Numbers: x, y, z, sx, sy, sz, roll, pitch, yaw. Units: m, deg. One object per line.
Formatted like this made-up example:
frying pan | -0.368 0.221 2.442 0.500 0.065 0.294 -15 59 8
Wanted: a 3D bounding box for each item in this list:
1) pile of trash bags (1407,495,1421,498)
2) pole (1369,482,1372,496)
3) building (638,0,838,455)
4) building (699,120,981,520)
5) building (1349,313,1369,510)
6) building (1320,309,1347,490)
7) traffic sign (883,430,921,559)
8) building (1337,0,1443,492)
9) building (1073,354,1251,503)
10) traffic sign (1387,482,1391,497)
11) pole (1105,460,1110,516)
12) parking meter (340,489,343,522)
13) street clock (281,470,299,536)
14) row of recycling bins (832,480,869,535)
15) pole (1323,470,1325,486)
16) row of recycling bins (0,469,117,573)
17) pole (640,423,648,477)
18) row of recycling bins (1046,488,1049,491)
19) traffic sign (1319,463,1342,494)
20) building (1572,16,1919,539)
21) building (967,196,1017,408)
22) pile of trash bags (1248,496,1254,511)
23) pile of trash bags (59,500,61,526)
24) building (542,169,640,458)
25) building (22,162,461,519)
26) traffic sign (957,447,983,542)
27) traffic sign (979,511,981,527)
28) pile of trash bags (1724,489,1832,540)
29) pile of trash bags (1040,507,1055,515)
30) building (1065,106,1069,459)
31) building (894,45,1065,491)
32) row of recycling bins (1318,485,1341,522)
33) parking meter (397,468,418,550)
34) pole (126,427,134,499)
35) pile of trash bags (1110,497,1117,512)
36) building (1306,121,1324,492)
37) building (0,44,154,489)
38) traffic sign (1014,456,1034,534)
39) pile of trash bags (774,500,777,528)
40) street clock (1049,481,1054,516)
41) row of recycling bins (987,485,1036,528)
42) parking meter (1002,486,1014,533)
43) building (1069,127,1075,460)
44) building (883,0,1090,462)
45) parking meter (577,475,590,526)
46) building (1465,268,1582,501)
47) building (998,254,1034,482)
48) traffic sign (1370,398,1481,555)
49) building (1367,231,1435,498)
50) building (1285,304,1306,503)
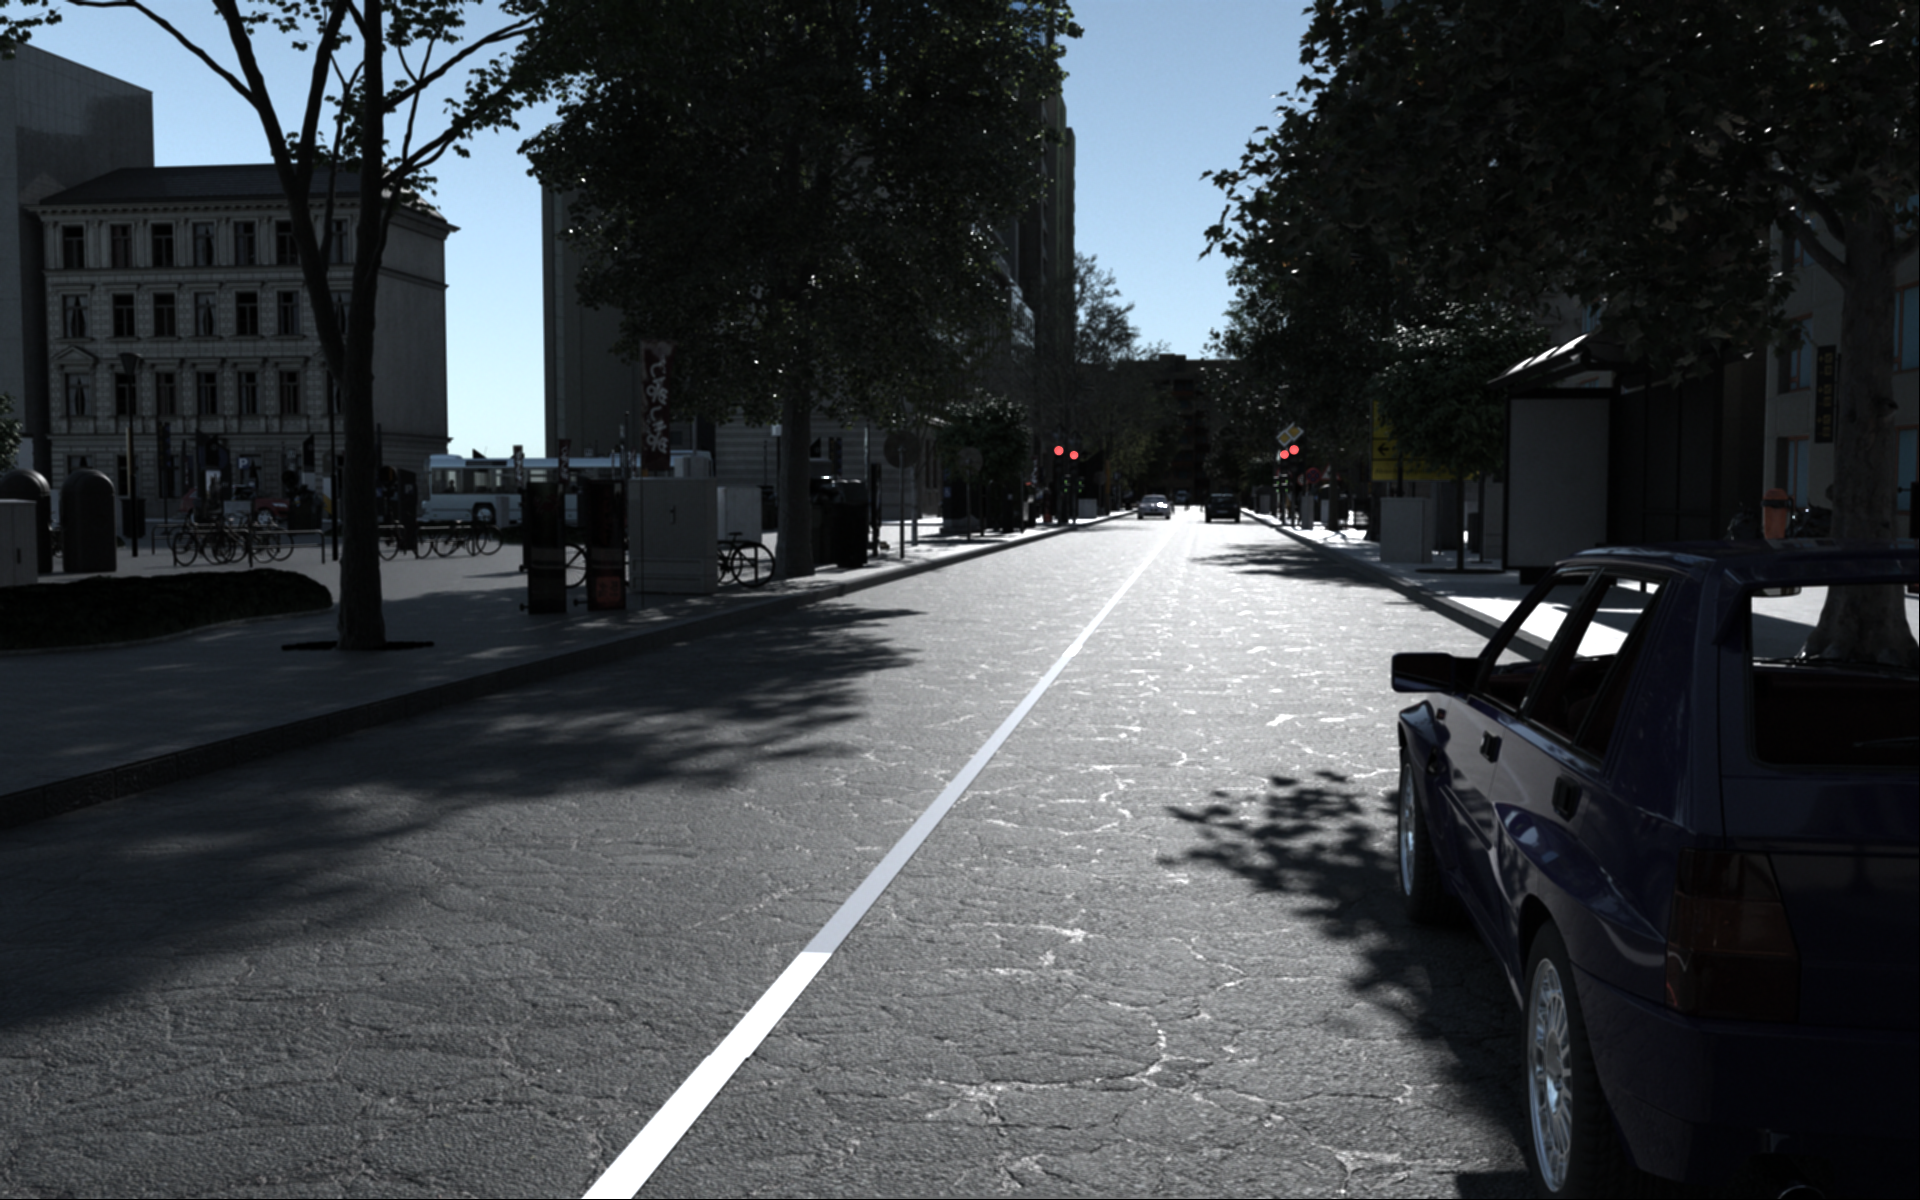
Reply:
pile of trash bags | 26.219 -5.642 101.992 3.447 1.369 1.912 0 4 7
pole | 28.183 -7.651 118.942 0.158 3.312 0.155 0 3 0
building | -26.469 -47.380 212.907 20.611 71.187 20.563 0 4 8
building | -5.936 -15.861 95.487 11.583 22.565 21.152 0 4 8
building | 37.938 -19.521 137.195 12.078 24.808 19.932 0 4 8
building | 46.389 -32.740 185.410 14.600 45.320 14.200 0 4 8
traffic sign | -1.151 -2.095 34.366 0.768 2.556 0.104 1 4 10
building | 47.335 -33.190 162.259 23.786 49.044 30.456 0 4 8
building | 31.322 -25.070 254.926 28.899 21.520 27.650 0 4 8
traffic sign | 9.763 -2.403 39.391 0.768 2.556 0.104 1 4 10
pole | 9.181 -6.930 107.150 0.158 3.312 0.155 0 3 0
parking meter | -28.652 -4.417 80.624 0.372 1.533 0.369 0 3 0
street clock | -20.464 -2.961 52.983 0.471 2.002 0.358 1 4 9
row of recycling bins | -3.874 -2.804 52.964 1.069 1.692 3.534 -2 4 -33
pole | 30.727 -9.314 146.121 0.158 3.312 0.155 0 3 0
row of recycling bins | -15.650 -1.286 28.140 3.534 1.692 1.069 -1 4 -18
pole | -7.759 -2.981 42.585 0.158 3.312 0.155 0 3 0
row of recycling bins | 4.190 -6.506 113.485 3.534 1.692 1.069 1 4 20
traffic sign | 14.343 -4.109 67.181 0.884 2.594 0.081 1 4 13
building | 32.105 -12.002 41.264 27.650 21.520 28.899 0 4 8
building | -4.042 -16.915 118.358 13.314 21.916 24.055 0 4 8
pile of trash bags | 23.480 -7.686 135.422 1.912 1.369 3.447 1 4 11
pile of trash bags | -36.849 -3.629 69.094 1.912 1.369 3.447 0 4 -6
building | -43.651 -32.783 219.595 14.086 41.232 14.154 0 4 8
building | -38.456 -14.048 94.305 19.286 19.102 10.561 0 4 8
traffic sign | 0.236 -2.846 46.645 0.768 2.556 0.104 1 4 15
traffic sign | 0.657 -3.561 58.334 0.768 2.556 0.104 1 4 11
pile of trash bags | 14.798 -1.322 31.366 1.912 1.369 3.447 2 4 25
pile of trash bags | 5.388 -5.974 107.423 1.912 1.369 3.447 0 4 -2
building | 3.048 -30.001 174.114 14.154 41.232 14.086 0 4 8
building | 1.740 -29.138 159.995 14.154 41.232 14.086 0 4 8
row of recycling bins | 16.791 -4.371 78.575 1.069 1.692 3.534 1 4 9
parking meter | -12.658 -2.079 39.697 0.399 1.863 0.255 -3 4 -38
pole | -25.411 -3.624 53.098 0.158 3.312 0.155 0 3 0
pile of trash bags | 10.274 -7.156 126.752 1.912 1.369 3.447 1 4 23
building | 51.980 -35.407 202.602 21.300 48.544 21.600 0 4 8
building | -57.989 -17.103 97.650 19.932 24.808 12.078 0 4 8
traffic sign | 2.024 -3.427 56.138 0.768 2.556 0.104 1 4 10
pile of trash bags | -7.600 -3.470 66.485 1.912 1.369 3.447 -1 4 -12
street clock | 5.313 -5.815 99.647 0.358 2.002 0.471 2 4 35
row of recycling bins | 1.726 -3.630 66.458 1.069 1.692 3.534 2 4 35
parking meter | 1.579 -2.960 56.808 0.372 1.533 0.369 0 3 0
building | 4.940 -30.891 188.658 14.154 41.232 14.086 0 4 8
building | -0.469 -54.783 208.369 31.000 86.520 22.319 0 4 8
parking meter | -11.608 -2.921 53.467 0.399 1.863 0.255 3 4 36
building | 35.278 -15.165 84.108 21.152 22.565 11.583 0 4 8
building | -0.084 -17.353 138.471 10.420 20.320 16.860 0 4 8
traffic sign | 9.764 -2.598 36.354 2.265 3.308 0.079 1 4 13
building | 35.236 -20.267 117.271 13.634 28.700 20.117 0 4 8
building | 59.788 -36.251 247.326 28.867 44.769 22.147 0 4 8
